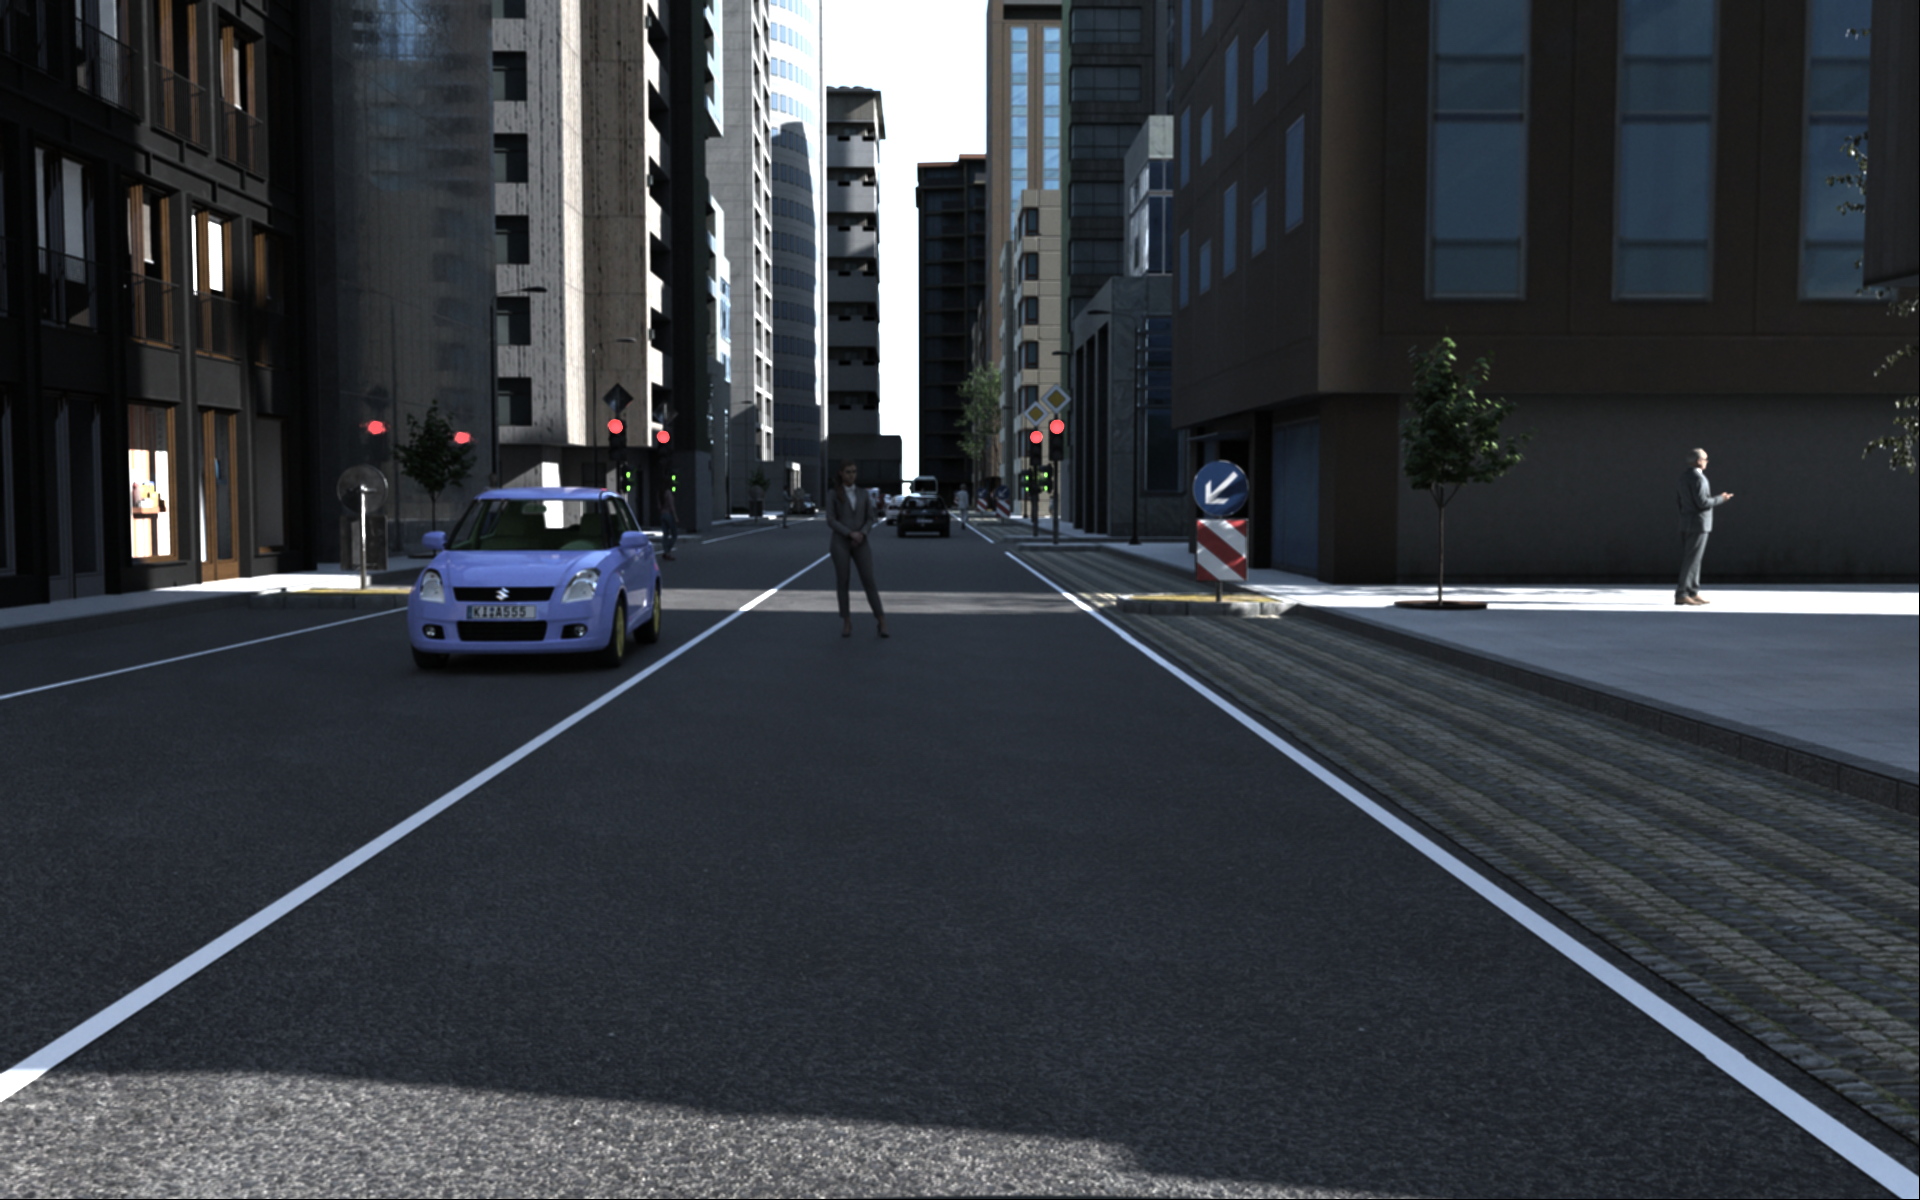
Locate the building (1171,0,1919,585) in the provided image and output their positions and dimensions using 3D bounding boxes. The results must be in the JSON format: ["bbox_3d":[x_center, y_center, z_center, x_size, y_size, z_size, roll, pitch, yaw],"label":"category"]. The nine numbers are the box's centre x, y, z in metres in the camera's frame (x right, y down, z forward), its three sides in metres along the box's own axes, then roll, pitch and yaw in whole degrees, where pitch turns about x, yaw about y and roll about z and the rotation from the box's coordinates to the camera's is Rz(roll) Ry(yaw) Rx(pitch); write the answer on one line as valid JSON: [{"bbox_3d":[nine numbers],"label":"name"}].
[{"bbox_3d":[11.696,-23.232,29.953,14.600,45.320,14.200,0,4,-1],"label":"building"}]

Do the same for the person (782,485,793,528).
[{"bbox_3d":[-7.264,-3.933,72.990,0.466,1.800,0.511,-1,4,-16],"label":"person"}]

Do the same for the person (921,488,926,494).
[{"bbox_3d":[-2.295,-6.187,109.752,0.391,1.810,0.635,0,4,-1],"label":"person"}]

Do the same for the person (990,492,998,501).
[{"bbox_3d":[2.686,-7.876,138.047,0.697,1.427,0.421,3,5,39],"label":"person"}]

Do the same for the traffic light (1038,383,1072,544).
[{"bbox_3d":[2.425,-3.374,44.088,0.839,4.253,0.868,0,4,-1],"label":"traffic light"}]

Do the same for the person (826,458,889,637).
[{"bbox_3d":[-1.033,-0.526,17.379,0.520,1.790,0.573,-3,4,-38],"label":"person"}]

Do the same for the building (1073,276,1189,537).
[{"bbox_3d":[19.747,-45.736,60.448,31.000,86.520,22.319,0,4,-1],"label":"building"}]

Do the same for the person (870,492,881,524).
[{"bbox_3d":[-4.121,-4.428,83.490,0.523,1.515,0.503,1,4,22],"label":"person"}]

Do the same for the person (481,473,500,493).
[{"bbox_3d":[-10.273,-1.878,37.415,0.598,1.740,0.731,2,4,34],"label":"person"}]

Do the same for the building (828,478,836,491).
[{"bbox_3d":[-28.452,-32.832,191.422,28.867,44.769,22.147,0,4,-1],"label":"building"}]

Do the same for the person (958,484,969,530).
[{"bbox_3d":[0.117,-3.741,69.539,0.514,1.842,0.818,1,4,16],"label":"person"}]

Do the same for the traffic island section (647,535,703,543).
[{"bbox_3d":[-8.843,-1.815,51.955,2.009,0.180,2.903,0,4,-1],"label":"traffic island section"}]

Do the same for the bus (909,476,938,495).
[{"bbox_3d":[-3.959,-11.757,187.080,2.948,3.499,13.247,0,4,-3],"label":"bus"}]

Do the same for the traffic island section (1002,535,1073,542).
[{"bbox_3d":[2.296,-1.829,52.186,2.009,0.180,2.903,0,4,-1],"label":"traffic island section"}]

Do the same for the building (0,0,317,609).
[{"bbox_3d":[-16.785,-11.664,20.380,12.332,23.373,15.834,0,4,-1],"label":"building"}]

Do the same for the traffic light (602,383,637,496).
[{"bbox_3d":[-8.633,-3.359,43.838,0.839,4.253,0.868,0,4,-1],"label":"traffic light"}]

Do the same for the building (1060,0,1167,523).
[{"bbox_3d":[11.752,-24.437,83.132,14.154,41.232,14.086,0,4,-1],"label":"building"}]

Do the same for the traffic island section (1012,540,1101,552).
[{"bbox_3d":[2.466,-1.341,44.203,2.009,0.180,2.903,0,4,-1],"label":"traffic island section"}]

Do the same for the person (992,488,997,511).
[{"bbox_3d":[2.504,-7.589,130.646,0.617,1.759,0.750,-3,4,-36],"label":"person"}]

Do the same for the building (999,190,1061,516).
[{"bbox_3d":[17.028,-16.407,113.289,27.650,21.520,28.899,0,4,-1],"label":"building"}]

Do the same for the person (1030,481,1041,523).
[{"bbox_3d":[3.427,-4.457,78.277,0.474,1.900,0.648,1,4,12],"label":"person"}]

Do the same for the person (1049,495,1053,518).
[{"bbox_3d":[5.043,-5.082,94.147,0.382,1.210,0.505,-2,4,-26],"label":"person"}]

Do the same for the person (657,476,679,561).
[{"bbox_3d":[-6.263,-1.758,37.260,0.555,1.821,0.388,2,4,33],"label":"person"}]

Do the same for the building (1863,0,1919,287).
[{"bbox_3d":[13.293,-19.842,8.006,14.154,41.232,14.086,0,4,-1],"label":"building"}]

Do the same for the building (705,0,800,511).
[{"bbox_3d":[-23.277,-42.656,135.681,20.563,71.187,20.611,0,4,-1],"label":"building"}]

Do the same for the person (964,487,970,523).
[{"bbox_3d":[0.288,-4.738,86.236,0.793,1.790,0.793,-2,4,-25],"label":"person"}]

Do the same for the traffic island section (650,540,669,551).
[{"bbox_3d":[-8.673,-1.327,43.972,2.009,0.180,2.903,0,4,-1],"label":"traffic island section"}]

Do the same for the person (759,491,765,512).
[{"bbox_3d":[-14.297,-7.257,124.672,0.580,1.828,0.573,0,4,-3],"label":"person"}]

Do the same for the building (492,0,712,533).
[{"bbox_3d":[-16.689,-17.671,60.626,14.160,30.474,14.107,0,4,-1],"label":"building"}]

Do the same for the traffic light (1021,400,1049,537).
[{"bbox_3d":[2.256,-3.862,52.071,0.839,4.253,0.868,0,4,-1],"label":"traffic light"}]

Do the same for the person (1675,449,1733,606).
[{"bbox_3d":[8.559,-0.843,20.000,0.590,1.801,0.661,0,4,2],"label":"person"}]

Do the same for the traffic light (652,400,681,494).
[{"bbox_3d":[-8.803,-3.847,51.821,0.839,4.253,0.868,0,4,-1],"label":"traffic light"}]

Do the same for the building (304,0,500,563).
[{"bbox_3d":[-21.518,-13.405,37.188,19.932,24.808,12.078,0,4,-1],"label":"building"}]

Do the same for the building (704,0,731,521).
[{"bbox_3d":[-23.025,-47.499,89.285,22.319,86.520,31.000,0,4,-1],"label":"building"}]
